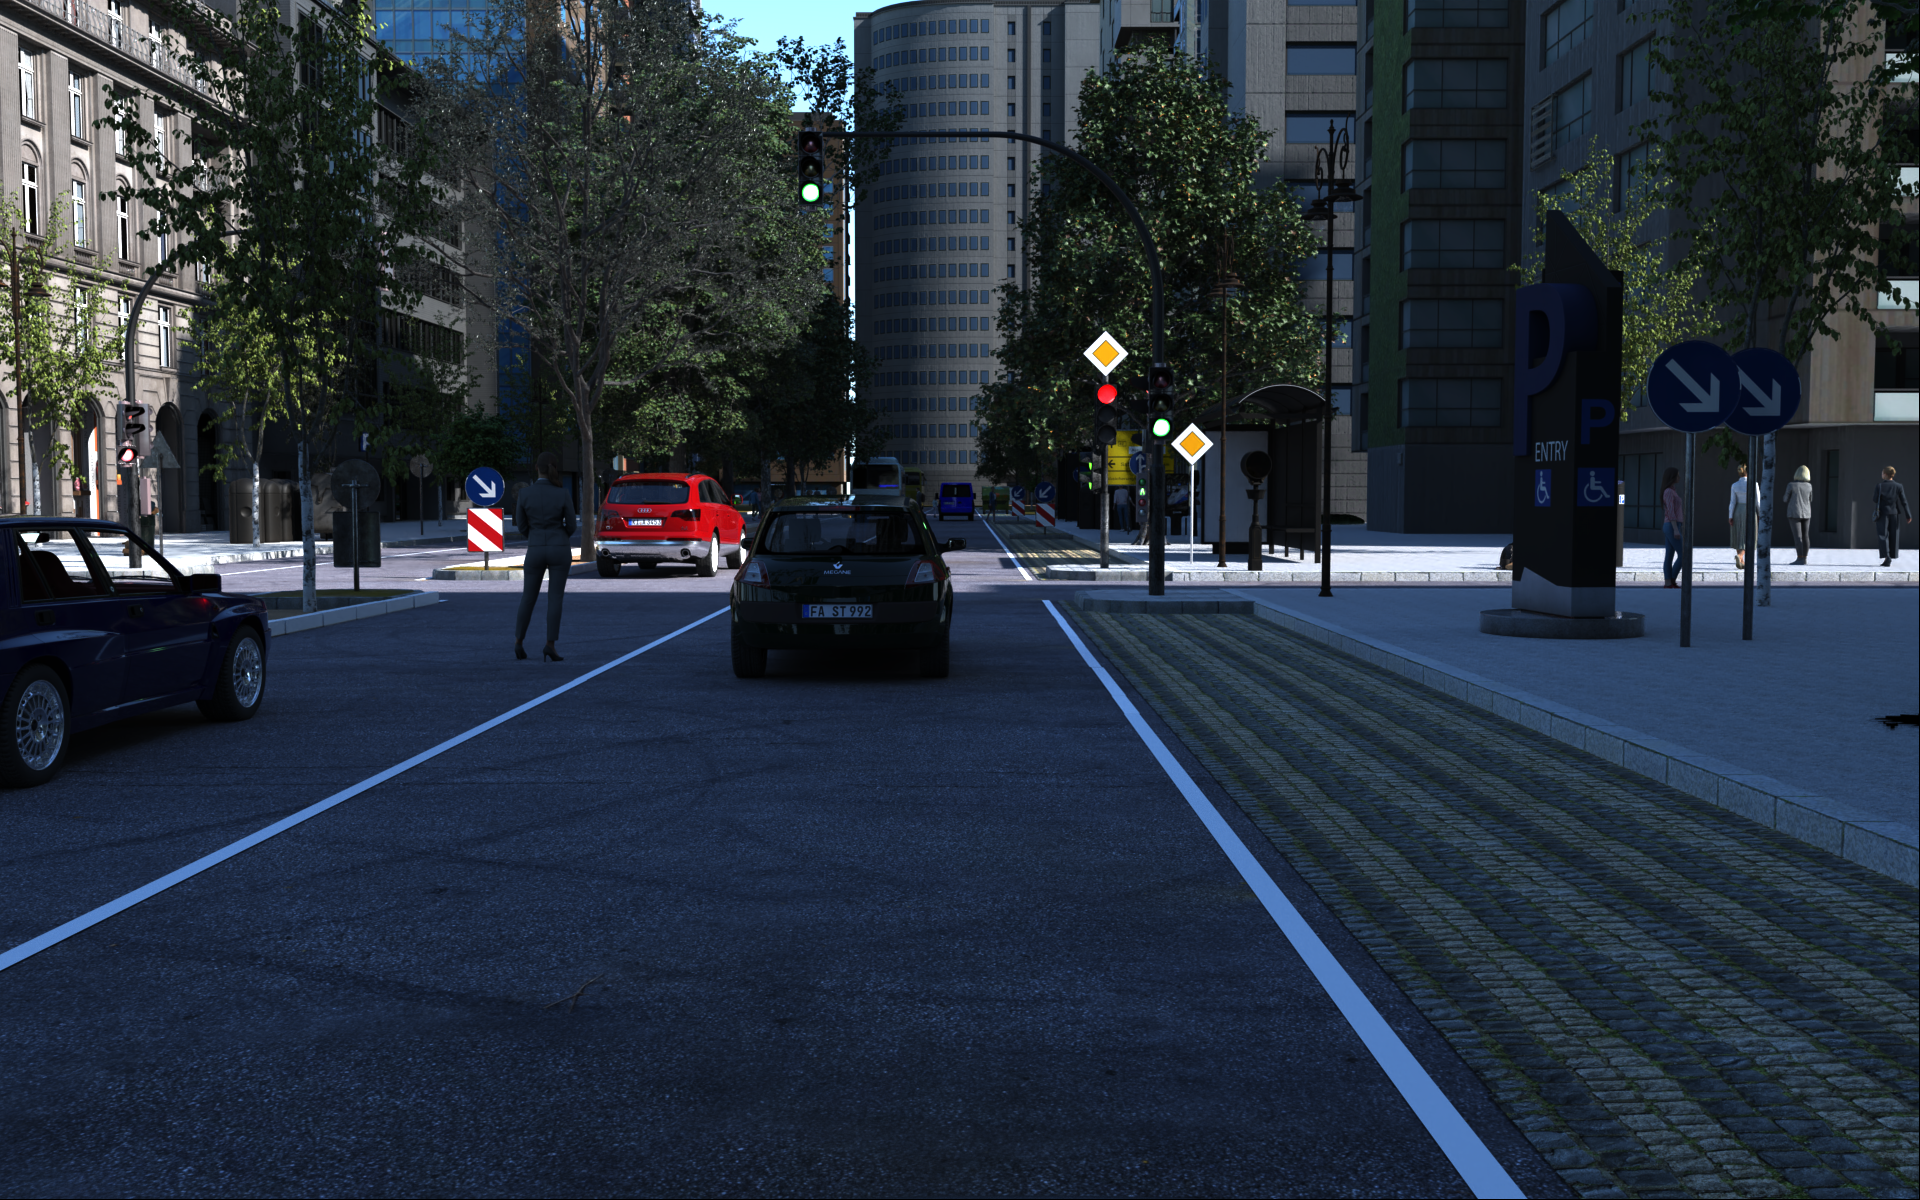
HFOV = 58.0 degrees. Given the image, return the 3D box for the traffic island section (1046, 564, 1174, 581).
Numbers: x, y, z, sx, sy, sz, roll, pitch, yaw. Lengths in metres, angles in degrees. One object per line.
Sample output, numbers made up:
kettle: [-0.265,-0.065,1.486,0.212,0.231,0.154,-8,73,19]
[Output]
traffic island section: [2.525,-0.472,29.999,2.009,0.180,2.903,0,3,0]

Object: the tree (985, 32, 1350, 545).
tree: [4.942,-7.727,43.342,9.611,12.733,9.660,0,3,0]

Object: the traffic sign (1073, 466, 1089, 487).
traffic sign: [5.578,-4.857,79.520,0.768,2.556,0.104,1,4,9]

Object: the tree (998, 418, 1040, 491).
tree: [5.503,-12.474,154.304,4.737,8.622,4.395,0,3,0]

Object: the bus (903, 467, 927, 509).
bus: [-4.606,-10.165,157.748,2.896,3.916,12.252,0,4,0]

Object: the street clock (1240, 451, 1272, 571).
street clock: [4.945,-1.492,28.968,0.471,2.002,0.358,-1,4,-11]

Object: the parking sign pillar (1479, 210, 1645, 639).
parking sign pillar: [5.550,-1.676,15.880,1.447,3.967,1.447,0,4,-5]

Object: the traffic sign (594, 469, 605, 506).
traffic sign: [-18.521,-5.433,88.933,0.768,2.556,0.104,0,4,7]

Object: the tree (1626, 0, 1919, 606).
tree: [9.425,-4.238,19.648,4.737,8.622,4.395,0,3,0]

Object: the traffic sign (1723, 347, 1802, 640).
traffic sign: [6.926,-0.921,15.157,0.768,2.556,0.104,0,4,3]

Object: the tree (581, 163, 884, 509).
tree: [-7.648,-8.399,56.795,9.611,12.733,9.660,0,3,0]

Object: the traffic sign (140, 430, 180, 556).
traffic sign: [-16.365,-2.166,35.423,0.884,2.594,0.081,0,4,7]

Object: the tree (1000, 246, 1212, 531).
tree: [5.845,-7.684,60.051,8.767,10.594,7.601,0,4,-1]

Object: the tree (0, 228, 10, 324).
tree: [-21.444,-5.195,35.302,4.360,8.622,3.978,0,3,0]

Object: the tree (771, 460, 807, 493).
tree: [-16.516,-14.019,163.626,8.767,10.594,7.601,1,4,15]

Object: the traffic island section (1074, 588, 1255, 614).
traffic island section: [2.510,0.016,22.014,2.009,0.180,2.903,0,3,0]

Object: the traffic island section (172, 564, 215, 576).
traffic island section: [-14.316,-0.474,30.036,2.009,0.180,2.903,0,3,0]

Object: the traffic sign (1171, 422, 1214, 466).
traffic sign: [4.275,-1.960,31.780,0.795,2.593,0.064,0,4,6]

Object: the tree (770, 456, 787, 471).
tree: [-16.784,-13.581,147.803,9.928,11.665,9.643,0,3,0]

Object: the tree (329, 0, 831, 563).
tree: [-7.778,-7.526,35.872,12.009,13.543,11.850,0,3,0]

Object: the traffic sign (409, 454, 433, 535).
traffic sign: [-16.790,-3.295,53.980,0.768,2.556,0.104,0,4,6]

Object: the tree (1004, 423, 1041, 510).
tree: [5.645,-11.713,141.869,4.360,8.622,3.978,0,3,0]

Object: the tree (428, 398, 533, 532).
tree: [-16.441,-4.639,59.567,4.285,4.588,4.351,0,3,0]

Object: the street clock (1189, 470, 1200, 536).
street clock: [7.084,-2.925,52.394,0.358,2.002,0.471,0,4,-4]

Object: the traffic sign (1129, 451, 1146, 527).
traffic sign: [5.383,-3.125,51.196,0.768,2.556,0.104,0,4,5]

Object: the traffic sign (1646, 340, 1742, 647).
traffic sign: [6.089,-0.878,14.465,0.768,2.556,0.104,0,4,5]

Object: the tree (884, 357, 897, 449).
tree: [-7.768,-9.768,79.175,9.611,12.733,9.660,0,3,0]

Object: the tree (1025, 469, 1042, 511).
tree: [5.876,-8.540,134.235,1.663,3.219,1.824,0,3,0]

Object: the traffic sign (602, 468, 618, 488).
traffic sign: [-17.054,-5.155,84.390,0.768,2.556,0.104,0,4,4]

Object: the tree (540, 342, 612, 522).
tree: [-17.054,-7.857,78.828,4.737,8.622,4.395,0,3,0]

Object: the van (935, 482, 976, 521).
van: [-0.217,-5.455,93.573,2.240,2.365,5.245,0,4,-1]

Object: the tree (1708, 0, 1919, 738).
tree: [5.498,-5.087,8.929,9.928,11.665,9.643,0,3,0]

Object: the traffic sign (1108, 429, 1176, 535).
traffic sign: [5.620,-3.701,54.382,2.265,3.308,0.079,0,4,4]

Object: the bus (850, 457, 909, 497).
bus: [-4.289,-5.984,92.692,2.948,3.499,13.247,0,4,-1]

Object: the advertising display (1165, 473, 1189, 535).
advertising display: [6.737,-2.981,53.960,0.974,1.923,0.123,-3,4,-36]

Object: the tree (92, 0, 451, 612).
tree: [-7.810,-4.135,20.421,4.737,8.622,4.395,0,3,0]

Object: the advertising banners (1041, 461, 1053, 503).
advertising banners: [4.459,-5.687,89.164,0.090,3.025,2.074,1,4,20]

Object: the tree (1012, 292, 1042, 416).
tree: [5.879,-9.019,73.217,9.928,11.665,9.643,0,3,0]

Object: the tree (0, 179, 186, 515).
tree: [-21.933,-5.571,41.454,4.737,8.622,4.395,0,3,0]

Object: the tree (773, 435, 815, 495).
tree: [-7.904,-8.250,87.702,4.360,8.622,3.978,0,3,0]

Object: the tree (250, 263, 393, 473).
tree: [-19.938,-6.339,54.005,4.360,8.622,3.978,0,3,0]

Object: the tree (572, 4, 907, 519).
tree: [-8.772,-12.808,67.759,12.611,20.169,13.585,0,3,0]

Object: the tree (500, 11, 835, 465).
tree: [-7.748,-8.426,46.871,9.857,13.997,8.962,0,3,0]
